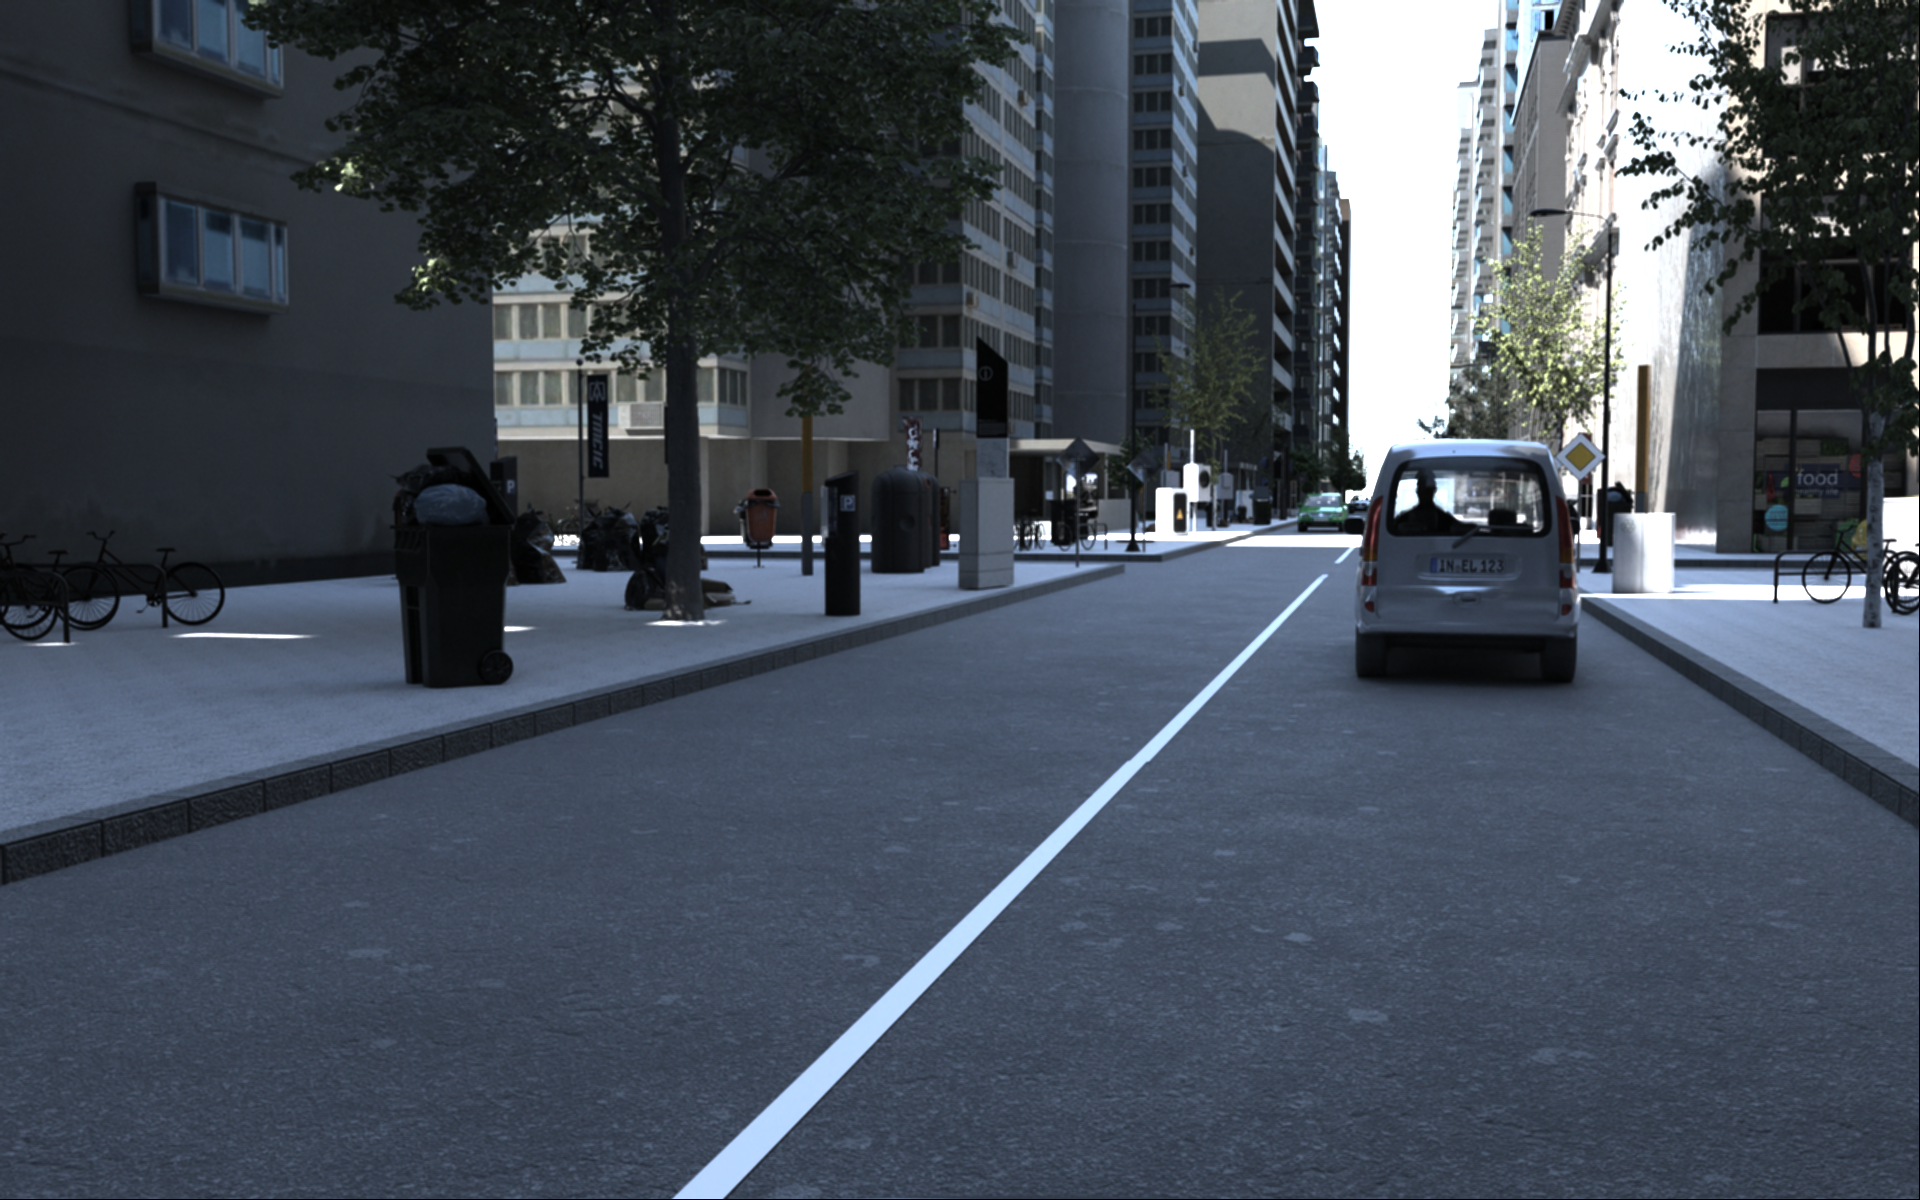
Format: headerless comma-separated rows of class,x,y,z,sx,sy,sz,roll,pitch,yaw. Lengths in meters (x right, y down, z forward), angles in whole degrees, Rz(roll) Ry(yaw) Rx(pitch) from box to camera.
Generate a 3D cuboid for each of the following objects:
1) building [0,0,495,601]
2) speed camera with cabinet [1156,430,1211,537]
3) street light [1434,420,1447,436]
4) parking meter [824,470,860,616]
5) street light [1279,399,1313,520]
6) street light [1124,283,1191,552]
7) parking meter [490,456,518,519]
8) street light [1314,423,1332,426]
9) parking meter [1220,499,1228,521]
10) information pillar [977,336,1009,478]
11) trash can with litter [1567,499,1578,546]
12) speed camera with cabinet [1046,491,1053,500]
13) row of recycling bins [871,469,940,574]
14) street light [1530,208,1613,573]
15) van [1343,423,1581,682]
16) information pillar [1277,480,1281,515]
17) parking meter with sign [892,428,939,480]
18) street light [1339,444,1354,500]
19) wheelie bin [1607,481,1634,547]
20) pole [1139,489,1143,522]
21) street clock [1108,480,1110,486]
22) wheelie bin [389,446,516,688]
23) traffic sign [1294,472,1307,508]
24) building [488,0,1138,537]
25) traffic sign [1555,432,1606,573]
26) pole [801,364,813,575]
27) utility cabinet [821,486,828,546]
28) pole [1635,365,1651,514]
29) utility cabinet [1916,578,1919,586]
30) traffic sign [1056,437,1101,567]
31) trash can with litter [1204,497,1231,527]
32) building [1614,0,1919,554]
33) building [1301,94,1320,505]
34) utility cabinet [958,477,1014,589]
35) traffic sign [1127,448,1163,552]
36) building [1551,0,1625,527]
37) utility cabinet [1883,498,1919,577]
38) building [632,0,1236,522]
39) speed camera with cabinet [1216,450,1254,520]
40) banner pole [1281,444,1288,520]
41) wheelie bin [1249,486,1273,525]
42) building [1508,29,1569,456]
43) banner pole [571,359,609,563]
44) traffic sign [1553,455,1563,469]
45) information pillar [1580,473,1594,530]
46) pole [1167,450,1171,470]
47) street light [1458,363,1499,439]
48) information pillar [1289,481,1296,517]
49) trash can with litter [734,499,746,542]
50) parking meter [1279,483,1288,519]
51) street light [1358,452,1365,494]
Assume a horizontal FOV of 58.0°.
building,-21.015,-24.330,21.495,21.600,48.544,21.300,1,4,14
speed camera with cabinet,6.813,-3.569,52.682,0.660,3.252,2.038,3,5,44
street light,30.517,-8.296,108.174,1.470,5.913,1.316,1,4,14
parking meter,-1.245,-0.608,18.346,0.372,1.533,0.369,0,3,0
street light,16.431,-6.882,85.064,1.470,5.913,1.316,1,4,14
street light,4.379,-4.022,38.307,1.470,5.913,1.316,1,4,14
parking meter,-7.053,-1.289,26.793,0.255,1.863,0.399,2,4,25
street light,23.434,-8.569,112.637,1.470,5.913,1.316,1,4,14
parking meter,12.577,-4.531,82.492,0.372,1.533,0.369,0,3,0
information pillar,0.468,-2.096,25.620,0.504,3.616,0.183,1,4,13
trash can with litter,14.133,-1.815,41.069,0.624,1.170,1.055,-2,4,-31
speed camera with cabinet,3.927,-5.771,88.695,0.660,3.252,2.038,3,5,41
row of recycling bins,-0.945,-1.377,29.619,1.069,1.692,3.534,0,4,5
street light,9.959,-3.405,28.209,1.470,5.913,1.316,1,4,14
van,4.260,-0.471,14.720,2.013,2.044,4.112,1,4,15
information pillar,17.268,-5.435,93.350,0.304,2.012,0.304,0,4,-1
parking meter with sign,-1.445,-3.032,45.832,1.738,3.016,0.543,0,4,-8
street light,35.441,-11.421,159.275,1.470,5.913,1.316,1,4,14
wheelie bin,16.058,-2.105,42.324,0.693,1.594,0.980,1,4,13
pole,8.243,-5.189,78.676,0.158,3.312,0.155,0,3,0
street clock,6.707,-4.353,75.737,0.471,2.002,0.358,2,4,25
wheelie bin,-3.424,-0.231,11.680,0.693,1.594,0.980,-3,5,-39
traffic sign,19.905,-6.188,101.272,0.768,2.556,0.104,1,4,23
building,-10.481,-22.669,62.513,32.217,40.220,23.993,1,4,14
traffic sign,10.089,-1.503,28.223,0.795,2.450,0.064,1,4,14
pole,-2.416,-2.046,27.295,0.158,3.312,0.155,0,3,0
utility cabinet,-3.042,-2.011,41.560,0.318,1.500,1.173,-1,4,-21
pole,10.834,-2.059,27.507,0.158,3.312,0.155,0,3,0
utility cabinet,13.838,-0.800,24.244,1.020,1.237,0.306,-2,4,-29
traffic sign,2.061,-1.631,30.302,0.795,2.450,0.064,1,4,14
trash can with litter,9.986,-3.401,67.001,1.055,1.170,0.624,3,5,40
building,35.134,-14.498,41.558,34.151,26.468,19.350,1,4,14
building,27.496,-29.724,169.580,14.154,41.232,14.086,1,4,14
utility cabinet,0.355,-0.915,23.631,0.318,1.500,1.173,2,4,26
traffic sign,4.051,-2.104,38.036,0.795,2.450,0.064,1,4,14
building,32.265,-17.349,71.053,14.401,28.519,23.554,1,4,14
utility cabinet,15.207,-1.017,27.790,1.020,1.237,0.306,0,4,5
building,0.918,-25.081,101.959,32.217,40.220,23.993,1,4,14
speed camera with cabinet,12.479,-5.104,77.788,2.038,3.252,0.660,-1,4,-17
banner pole,16.198,-5.918,86.771,0.401,3.779,0.863,2,4,24
wheelie bin,12.856,-4.013,73.517,0.693,1.594,0.980,-2,4,-27
building,38.002,-18.408,94.485,14.314,27.812,24.014,1,4,14
banner pole,-6.824,-2.570,32.039,0.863,3.779,0.401,2,4,25
traffic sign,12.079,-1.976,35.957,0.795,2.450,0.064,1,4,14
information pillar,22.241,-3.484,61.459,0.304,2.012,0.304,-2,4,-29
pole,9.734,-5.326,80.920,0.158,3.312,0.155,0,3,0
street light,18.443,-5.432,61.356,1.470,5.913,1.316,1,4,14
information pillar,18.329,-5.558,95.362,0.304,2.012,0.304,0,4,-3
trash can with litter,-5.529,-2.117,45.998,0.624,1.170,1.055,1,4,15
parking meter,16.642,-5.097,89.042,0.399,1.863,0.255,0,4,5
street light,43.945,-13.454,192.509,1.470,5.913,1.316,1,4,14
